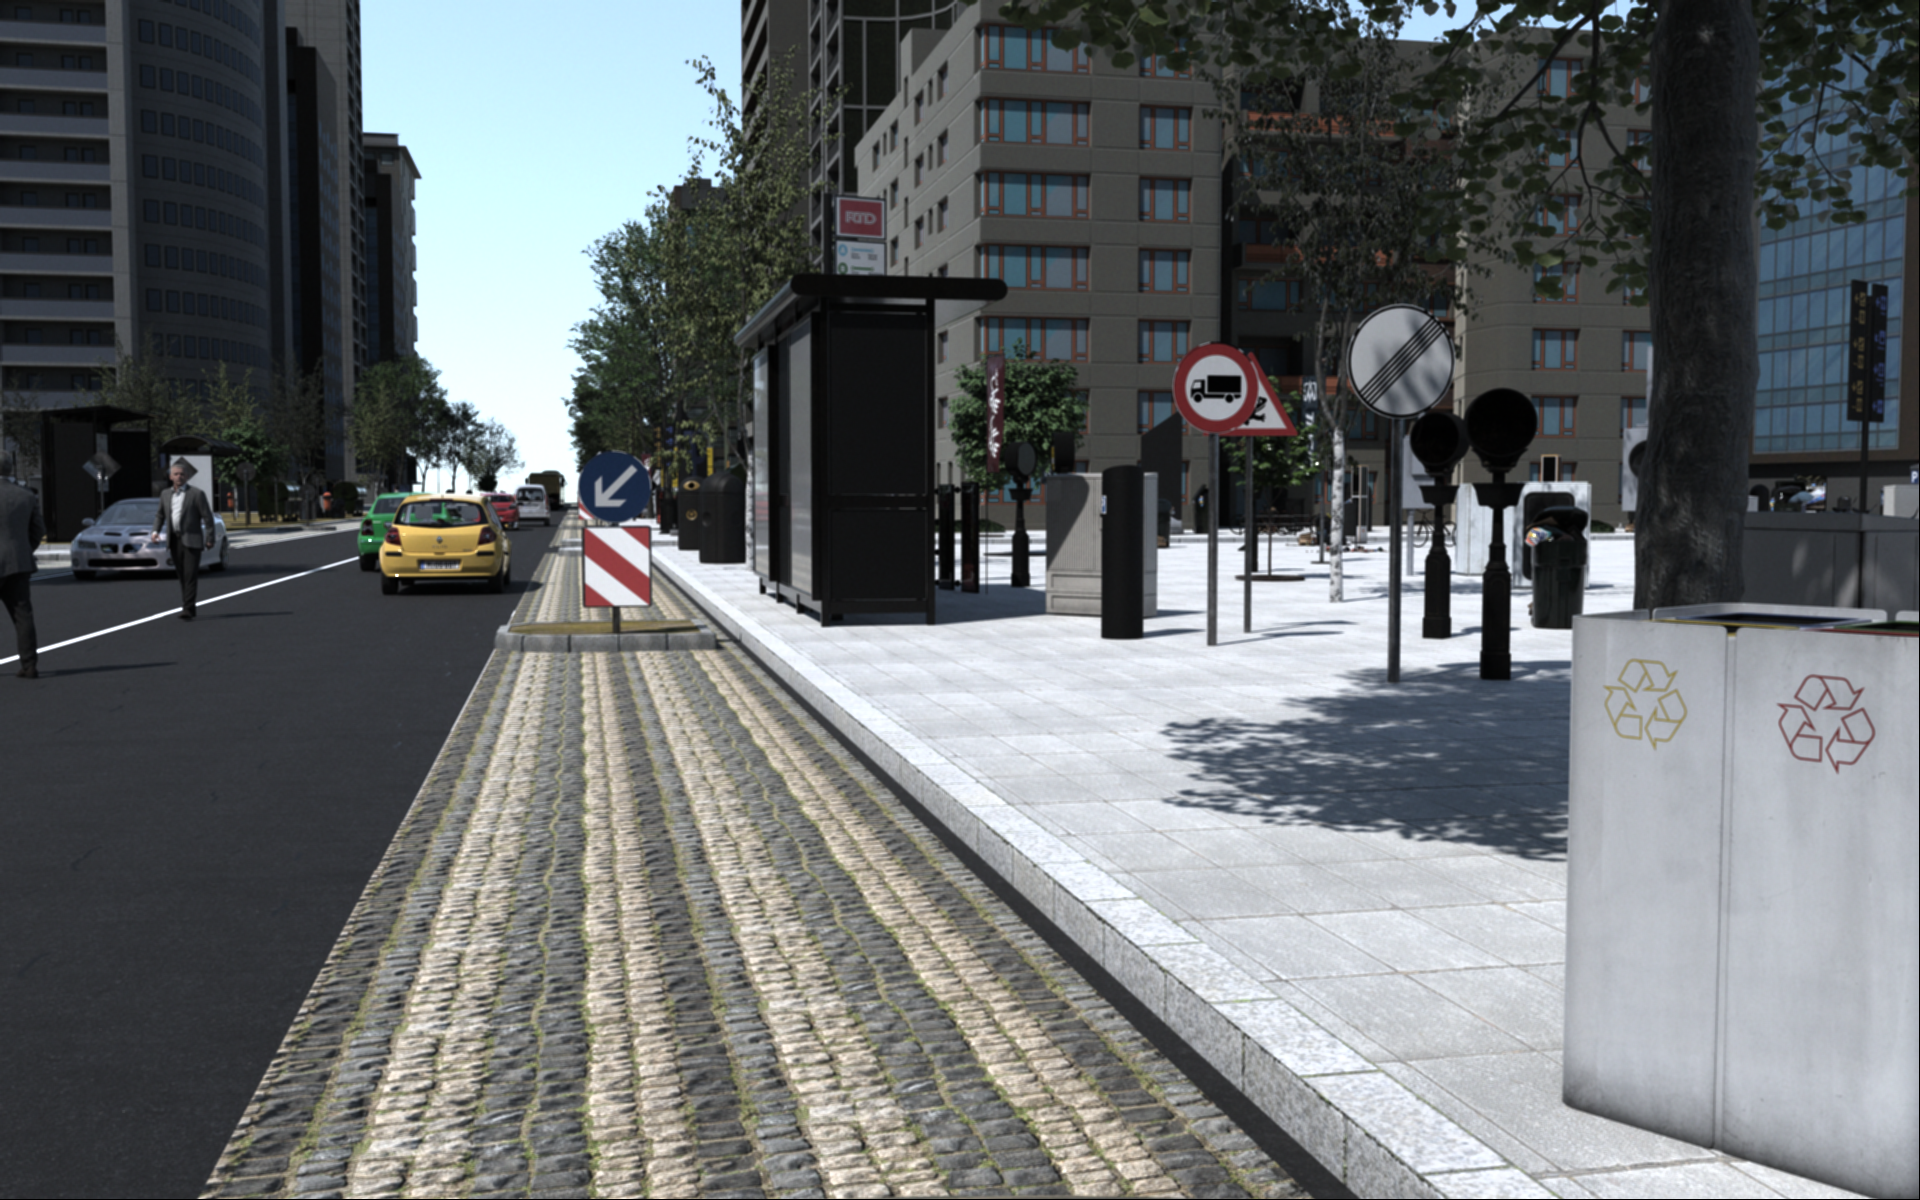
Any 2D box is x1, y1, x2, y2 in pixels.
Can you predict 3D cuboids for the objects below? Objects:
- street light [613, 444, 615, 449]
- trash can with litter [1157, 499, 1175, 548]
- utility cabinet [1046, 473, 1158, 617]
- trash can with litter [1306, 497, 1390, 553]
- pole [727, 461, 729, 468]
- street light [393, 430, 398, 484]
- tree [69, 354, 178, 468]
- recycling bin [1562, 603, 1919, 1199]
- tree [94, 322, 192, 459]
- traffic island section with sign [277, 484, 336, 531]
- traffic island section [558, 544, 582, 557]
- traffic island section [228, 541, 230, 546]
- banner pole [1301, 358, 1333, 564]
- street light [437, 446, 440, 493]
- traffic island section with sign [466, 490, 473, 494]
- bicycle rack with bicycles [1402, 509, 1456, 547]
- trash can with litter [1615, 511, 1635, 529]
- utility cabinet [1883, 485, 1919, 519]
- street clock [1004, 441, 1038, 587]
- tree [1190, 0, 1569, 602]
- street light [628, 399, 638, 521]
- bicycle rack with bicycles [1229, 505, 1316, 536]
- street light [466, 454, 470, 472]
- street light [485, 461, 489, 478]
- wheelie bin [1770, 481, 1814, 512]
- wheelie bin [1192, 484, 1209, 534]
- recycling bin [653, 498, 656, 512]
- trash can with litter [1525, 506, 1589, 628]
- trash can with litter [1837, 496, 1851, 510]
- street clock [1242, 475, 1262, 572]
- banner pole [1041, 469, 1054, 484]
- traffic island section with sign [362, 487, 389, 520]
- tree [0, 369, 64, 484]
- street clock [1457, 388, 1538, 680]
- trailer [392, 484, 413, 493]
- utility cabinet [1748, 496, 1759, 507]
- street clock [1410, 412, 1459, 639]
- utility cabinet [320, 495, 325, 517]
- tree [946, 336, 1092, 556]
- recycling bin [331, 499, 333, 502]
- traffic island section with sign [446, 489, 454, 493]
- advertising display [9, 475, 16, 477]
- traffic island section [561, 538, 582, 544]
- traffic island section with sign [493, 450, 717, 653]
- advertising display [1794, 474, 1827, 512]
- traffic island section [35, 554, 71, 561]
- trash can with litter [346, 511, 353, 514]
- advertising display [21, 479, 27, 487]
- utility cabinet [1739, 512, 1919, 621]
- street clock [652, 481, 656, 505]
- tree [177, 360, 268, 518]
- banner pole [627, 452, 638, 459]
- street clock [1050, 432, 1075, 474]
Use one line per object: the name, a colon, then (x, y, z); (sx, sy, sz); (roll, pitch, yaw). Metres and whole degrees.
street light: (-24.269, -9.094, 121.467); (0.468, 5.910, 1.993); (-1, 4, -12)
trash can with litter: (4.823, -1.826, 41.248); (0.624, 1.170, 1.055); (0, 4, 5)
utility cabinet: (1.472, -0.579, 18.140); (1.173, 1.500, 0.318); (2, 4, 34)
trash can with litter: (8.896, -1.669, 38.349); (2.233, 1.210, 1.678); (1, 4, 23)
pole: (-14.190, -6.864, 106.077); (0.158, 3.312, 0.155); (0, 3, 0)
street light: (-39.407, -9.063, 120.972); (0.468, 5.910, 1.993); (-1, 4, -12)
tree: (-43.985, -8.566, 90.417); (4.737, 8.622, 4.395); (0, 3, 0)
recycling bin: (1.754, 0.549, 3.575); (0.722, 1.027, 0.722); (-3, 5, -40)
tree: (-35.384, -7.603, 74.666); (4.360, 8.622, 3.978); (0, 3, 0)
traffic island section with sign: (-25.494, -3.611, 67.662); (1.989, 1.847, 2.006); (-1, 4, -12)
traffic island section: (-8.411, -1.127, 40.714); (2.009, 0.180, 2.903); (-1, 4, -12)
traffic island section: (-20.722, -1.462, 46.185); (2.009, 0.180, 2.903); (-1, 4, -12)
banner pole: (6.580, -2.575, 32.115); (0.401, 3.779, 0.863); (-2, 4, -28)
street light: (-47.641, -11.340, 158.193); (0.468, 5.910, 1.993); (-1, 4, -12)
traffic island section with sign: (-48.155, -9.883, 170.216); (1.989, 1.847, 2.006); (-1, 4, -12)
bicycle rack with bicycles: (11.956, -1.719, 41.490); (2.925, 0.926, 2.852); (-3, 4, -36)
trash can with litter: (24.642, -3.218, 63.678); (1.678, 1.210, 2.233); (1, 4, 13)
utility cabinet: (22.934, -2.049, 42.186); (1.173, 1.500, 0.318); (-2, 4, -32)
street clock: (0.838, -1.183, 23.909); (0.358, 2.002, 0.471); (3, 5, 41)
tree: (4.702, -4.282, 20.367); (4.360, 8.622, 3.978); (0, 3, 0)
street light: (-15.671, -6.751, 83.168); (0.468, 5.910, 1.993); (-1, 4, -12)
bicycle rack with bicycles: (9.852, -2.520, 54.582); (2.925, 0.926, 2.852); (2, 4, 29)
street light: (-57.218, -14.007, 201.806); (0.468, 5.910, 1.993); (-1, 4, -12)
street light: (-65.460, -16.319, 239.598); (0.468, 5.910, 1.993); (-1, 4, -12)
wheelie bin: (19.431, -1.994, 40.515); (0.980, 1.594, 0.693); (3, 4, 36)
wheelie bin: (7.846, -2.928, 55.788); (0.693, 1.594, 0.980); (0, 4, -1)
recycling bin: (-21.219, -6.695, 122.016); (0.722, 1.027, 0.722); (1, 4, 12)
trash can with litter: (5.720, -0.333, 16.833); (0.624, 1.170, 1.055); (0, 4, 8)
trash can with litter: (35.259, -3.602, 69.945); (2.233, 1.210, 1.678); (0, 4, -2)
street clock: (4.795, -1.456, 28.369); (0.471, 2.002, 0.358); (1, 4, 10)
banner pole: (2.785, -3.817, 52.417); (0.863, 3.779, 0.401); (-2, 4, -32)
traffic island section with sign: (-31.305, -5.221, 93.986); (1.989, 1.847, 2.006); (-1, 4, -12)
tree: (-55.576, -9.355, 103.321); (4.360, 8.622, 3.978); (0, 3, 0)
street clock: (3.720, -0.453, 11.980); (0.471, 2.002, 0.358); (1, 4, 11)
trailer: (-32.612, -5.758, 101.191); (1.471, 1.999, 3.904); (-1, 4, -13)
utility cabinet: (26.817, -2.926, 59.004); (1.020, 1.237, 0.306); (-3, 5, -40)
street clock: (4.249, -0.661, 15.376); (0.471, 2.002, 0.358); (3, 5, 40)
utility cabinet: (-34.414, -5.036, 93.502); (0.306, 1.237, 1.020); (-1, 4, -21)
tree: (1.177, -3.207, 36.141); (4.285, 4.588, 4.351); (0, 3, 0)
recycling bin: (-39.805, -5.933, 109.562); (0.722, 1.027, 0.722); (-1, 4, -11)
traffic island section with sign: (-42.338, -8.273, 143.893); (1.989, 1.847, 2.006); (-1, 4, -12)
advertising display: (-32.500, -3.284, 58.903); (0.123, 1.923, 0.974); (1, 4, 18)
traffic island section: (-10.135, -1.604, 48.512); (2.009, 0.180, 2.903); (-1, 4, -12)
traffic island section with sign: (-3.406, -0.483, 16.518); (1.989, 1.847, 2.006); (-1, 4, -12)
advertising display: (27.724, -3.137, 56.506); (0.974, 1.923, 0.123); (1, 4, 10)
traffic island section: (-18.999, -0.985, 38.387); (2.009, 0.180, 2.903); (-1, 4, -12)
trash can with litter: (-38.704, -5.978, 109.133); (1.055, 1.170, 0.624); (-1, 4, -16)
advertising display: (-41.243, -4.304, 75.588); (0.974, 1.923, 0.123); (-3, 5, -40)
utility cabinet: (3.034, 0.294, 6.361); (0.306, 1.237, 1.020); (-1, 4, -15)
street clock: (-17.176, -5.630, 96.622); (0.471, 2.002, 0.358); (0, 4, -3)
tree: (-39.429, -8.792, 94.106); (4.737, 8.622, 4.395); (0, 3, 0)
banner pole: (-19.781, -6.994, 104.375); (0.863, 3.779, 0.401); (-1, 4, -14)
street clock: (1.204, -0.968, 20.402); (0.358, 2.002, 0.471); (0, 4, -5)
